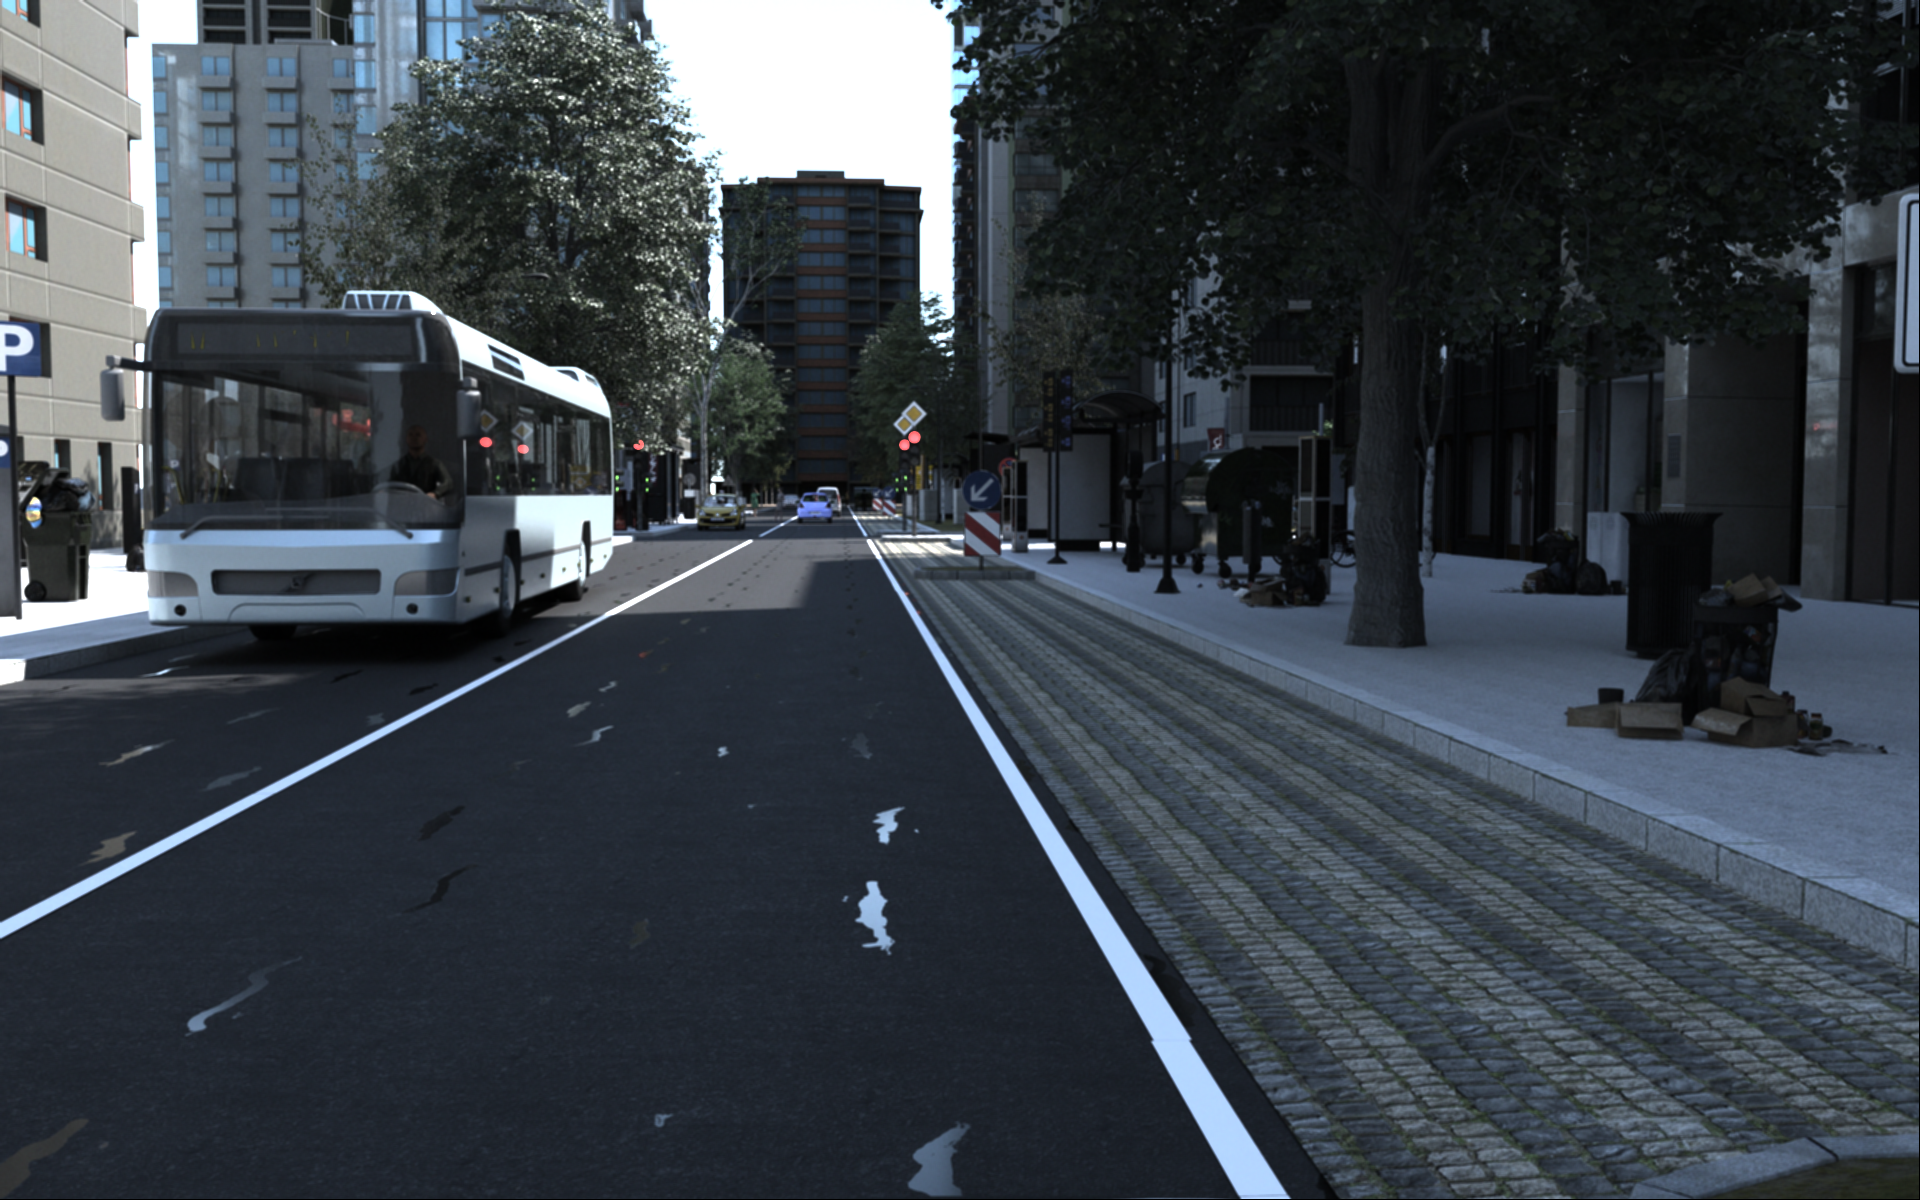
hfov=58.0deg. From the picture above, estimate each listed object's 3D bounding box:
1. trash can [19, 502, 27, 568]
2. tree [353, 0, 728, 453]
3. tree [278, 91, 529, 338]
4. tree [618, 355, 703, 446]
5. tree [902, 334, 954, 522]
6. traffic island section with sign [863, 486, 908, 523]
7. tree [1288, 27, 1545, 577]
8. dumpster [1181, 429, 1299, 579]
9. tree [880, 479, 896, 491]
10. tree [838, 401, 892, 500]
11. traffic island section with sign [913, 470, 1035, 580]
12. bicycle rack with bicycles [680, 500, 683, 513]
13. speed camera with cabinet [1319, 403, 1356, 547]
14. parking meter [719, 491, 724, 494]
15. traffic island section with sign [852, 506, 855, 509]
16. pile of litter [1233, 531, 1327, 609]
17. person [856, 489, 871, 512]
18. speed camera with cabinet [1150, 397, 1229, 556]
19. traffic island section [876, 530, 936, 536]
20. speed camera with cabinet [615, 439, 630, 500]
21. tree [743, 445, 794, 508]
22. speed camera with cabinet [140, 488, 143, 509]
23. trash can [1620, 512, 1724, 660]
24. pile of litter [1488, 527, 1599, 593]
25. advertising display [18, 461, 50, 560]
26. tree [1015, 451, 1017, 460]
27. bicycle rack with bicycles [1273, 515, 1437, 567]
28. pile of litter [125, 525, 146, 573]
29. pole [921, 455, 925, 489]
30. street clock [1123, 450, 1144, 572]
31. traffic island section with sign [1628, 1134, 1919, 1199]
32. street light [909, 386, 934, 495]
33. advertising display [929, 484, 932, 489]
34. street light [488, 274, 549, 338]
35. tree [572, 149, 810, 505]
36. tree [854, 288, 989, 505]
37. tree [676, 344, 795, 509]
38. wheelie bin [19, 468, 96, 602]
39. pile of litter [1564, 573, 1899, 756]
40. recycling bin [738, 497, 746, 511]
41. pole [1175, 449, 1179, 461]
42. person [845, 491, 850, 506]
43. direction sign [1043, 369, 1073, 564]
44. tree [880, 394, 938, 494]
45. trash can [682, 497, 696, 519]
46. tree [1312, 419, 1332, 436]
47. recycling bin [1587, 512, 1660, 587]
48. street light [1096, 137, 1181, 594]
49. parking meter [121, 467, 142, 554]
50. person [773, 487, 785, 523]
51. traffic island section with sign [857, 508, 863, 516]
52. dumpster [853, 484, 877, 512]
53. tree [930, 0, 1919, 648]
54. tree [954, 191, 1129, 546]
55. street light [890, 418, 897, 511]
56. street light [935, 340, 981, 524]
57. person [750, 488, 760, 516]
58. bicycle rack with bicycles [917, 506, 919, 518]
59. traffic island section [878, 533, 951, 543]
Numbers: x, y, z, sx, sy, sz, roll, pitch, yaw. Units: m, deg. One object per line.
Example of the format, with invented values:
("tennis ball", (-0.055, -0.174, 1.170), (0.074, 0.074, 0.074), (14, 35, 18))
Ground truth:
("trash can", (-16.537, -1.143, 30.348), (0.748, 1.137, 0.748), (0, 3, 0))
("tree", (-10.363, -8.375, 43.588), (9.857, 13.997, 8.962), (0, 3, 0))
("tree", (-10.568, -5.018, 32.407), (4.360, 8.622, 3.978), (0, 3, 0))
("tree", (-14.054, -8.010, 81.326), (4.360, 8.622, 3.978), (0, 3, 0))
("tree", (-0.539, -7.965, 80.585), (4.360, 8.622, 3.978), (0, 3, 0))
("traffic island section with sign", (-3.596, -4.658, 84.788), (1.989, 1.847, 2.006), (0, 4, -4))
("tree", (7.211, -4.677, 26.838), (4.360, 8.622, 3.978), (0, 3, 0))
("dumpster", (4.373, -1.499, 27.002), (1.502, 2.255, 1.985), (0, 4, -4))
("tree", (-8.010, -11.997, 190.753), (1.663, 3.219, 1.824), (0, 3, 0))
("tree", (-9.059, -18.286, 209.338), (12.009, 13.543, 11.850), (0, 3, 0))
("traffic island section with sign", (0.205, -1.281, 29.567), (1.989, 1.847, 2.006), (0, 4, -4))
("bicycle rack with bicycles", (-18.541, -6.270, 115.893), (2.925, 0.926, 2.852), (2, 4, 35))
("speed camera with cabinet", (8.499, -2.638, 37.460), (2.038, 3.252, 0.660), (3, 5, 44))
("parking meter", (-17.141, -7.113, 124.700), (0.372, 1.533, 0.369), (0, 3, 0))
("traffic island section with sign", (-8.885, -9.366, 161.763), (1.989, 1.847, 2.006), (0, 4, -4))
("pile of litter", (3.738, -0.384, 20.247), (1.176, 0.858, 1.719), (2, 4, 34))
("person", (-7.694, -7.994, 138.832), (1.348, 1.869, 0.705), (-3, 4, -37))
("speed camera with cabinet", (4.845, -2.538, 35.835), (0.660, 3.252, 2.038), (-3, 5, -43))
("traffic island section", (-1.908, -2.322, 60.247), (2.009, 0.180, 2.903), (0, 4, -4))
("speed camera with cabinet", (-12.939, -4.187, 62.797), (2.038, 3.252, 0.660), (2, 4, 28))
("tree", (-21.799, -15.042, 196.294), (4.737, 8.622, 4.395), (0, 3, 0))
("speed camera with cabinet", (-24.161, -3.445, 50.659), (0.660, 3.252, 2.038), (-3, 5, -40))
("trash can", (5.527, -0.113, 13.495), (0.748, 1.137, 0.748), (0, 3, 0))
("pile of litter", (7.819, -0.520, 22.475), (1.176, 0.858, 1.719), (-3, 5, -45))
("advertising display", (-18.255, -1.754, 33.891), (0.974, 1.923, 0.123), (1, 4, 11))
("tree", (2.913, -7.578, 107.612), (4.285, 4.588, 4.351), (0, 3, 0))
("bicycle rack with bicycles", (7.058, -1.085, 31.119), (2.925, 0.926, 2.852), (1, 4, 9))
("pile of litter", (-13.240, -0.922, 29.034), (1.176, 0.858, 1.719), (1, 4, 22))
("pole", (-1.926, -5.881, 89.995), (0.158, 3.312, 0.155), (0, 3, 0))
("street clock", (2.857, -1.464, 28.504), (0.358, 2.002, 0.471), (0, 4, -6))
("traffic island section with sign", (2.068, 0.379, 2.436), (1.989, 1.847, 2.006), (0, 4, -4))
("street light", (-1.460, -6.242, 74.601), (1.470, 5.913, 1.316), (0, 4, -4))
("advertising display", (-1.510, -6.268, 107.697), (0.974, 1.923, 0.123), (-3, 5, -43))
("street light", (-9.362, -3.919, 36.610), (1.470, 5.913, 1.316), (0, 4, -4))
("tree", (-15.461, -14.613, 94.803), (12.611, 20.169, 13.585), (0, 3, 0))
("tree", (-2.296, -10.888, 96.139), (7.486, 12.596, 7.792), (0, 3, 0))
("tree", (-15.854, -11.893, 120.214), (9.928, 11.665, 9.643), (0, 3, 0))
("wheelie bin", (-10.858, -0.794, 20.888), (0.693, 1.594, 0.980), (0, 4, -6))
("pile of litter", (4.003, 0.291, 9.200), (1.176, 0.858, 1.719), (-1, 4, -17))
("recycling bin", (-16.579, -7.216, 130.532), (0.722, 1.027, 0.722), (2, 4, 24))
("pole", (9.823, -5.176, 78.474), (0.158, 3.312, 0.155), (0, 3, 0))
("person", (-13.650, -12.306, 209.800), (0.705, 1.812, 1.348), (1, 4, 22))
("direction sign", (1.795, -2.440, 31.895), (0.379, 3.537, 0.876), (-2, 4, -33))
("tree", (-3.574, -10.171, 116.662), (4.737, 8.622, 4.395), (0, 3, 0))
("trash can", (-13.679, -4.642, 87.551), (0.748, 1.137, 0.748), (0, 3, 0))
("tree", (14.559, -5.002, 65.497), (4.285, 4.588, 4.351), (0, 3, 0))
("recycling bin", (9.273, -0.713, 24.213), (0.722, 1.027, 0.722), (-1, 4, -17))
("street light", (2.152, -3.042, 22.285), (1.470, 5.913, 1.316), (0, 4, -4))
("parking meter", (-17.893, -1.939, 37.417), (0.255, 1.863, 0.399), (0, 4, 0))
("person", (-9.065, -4.764, 86.730), (0.599, 1.781, 0.374), (3, 4, 37))
("traffic island section with sign", (-5.481, -6.332, 112.157), (1.989, 1.847, 2.006), (0, 4, -4))
("dumpster", (-7.766, -8.411, 142.478), (1.985, 2.255, 1.502), (0, 4, -5))
("tree", (3.745, -6.586, 14.343), (9.857, 13.997, 8.962), (0, 3, 0))
("tree", (2.343, -5.609, 42.067), (4.360, 8.622, 3.978), (0, 3, 0))
("street light", (-3.555, -8.075, 104.567), (1.470, 5.913, 1.316), (0, 4, -4))
("street light", (0.062, -4.875, 52.251), (1.470, 5.913, 1.316), (0, 4, -4))
("person", (-13.175, -6.257, 111.045), (0.600, 1.795, 0.529), (0, 4, 5))
("bicycle rack with bicycles", (-1.107, -4.866, 92.947), (2.925, 0.926, 2.852), (-2, 4, -32))
("traffic island section", (-1.360, -1.835, 52.281), (2.009, 0.180, 2.903), (0, 4, -4))
